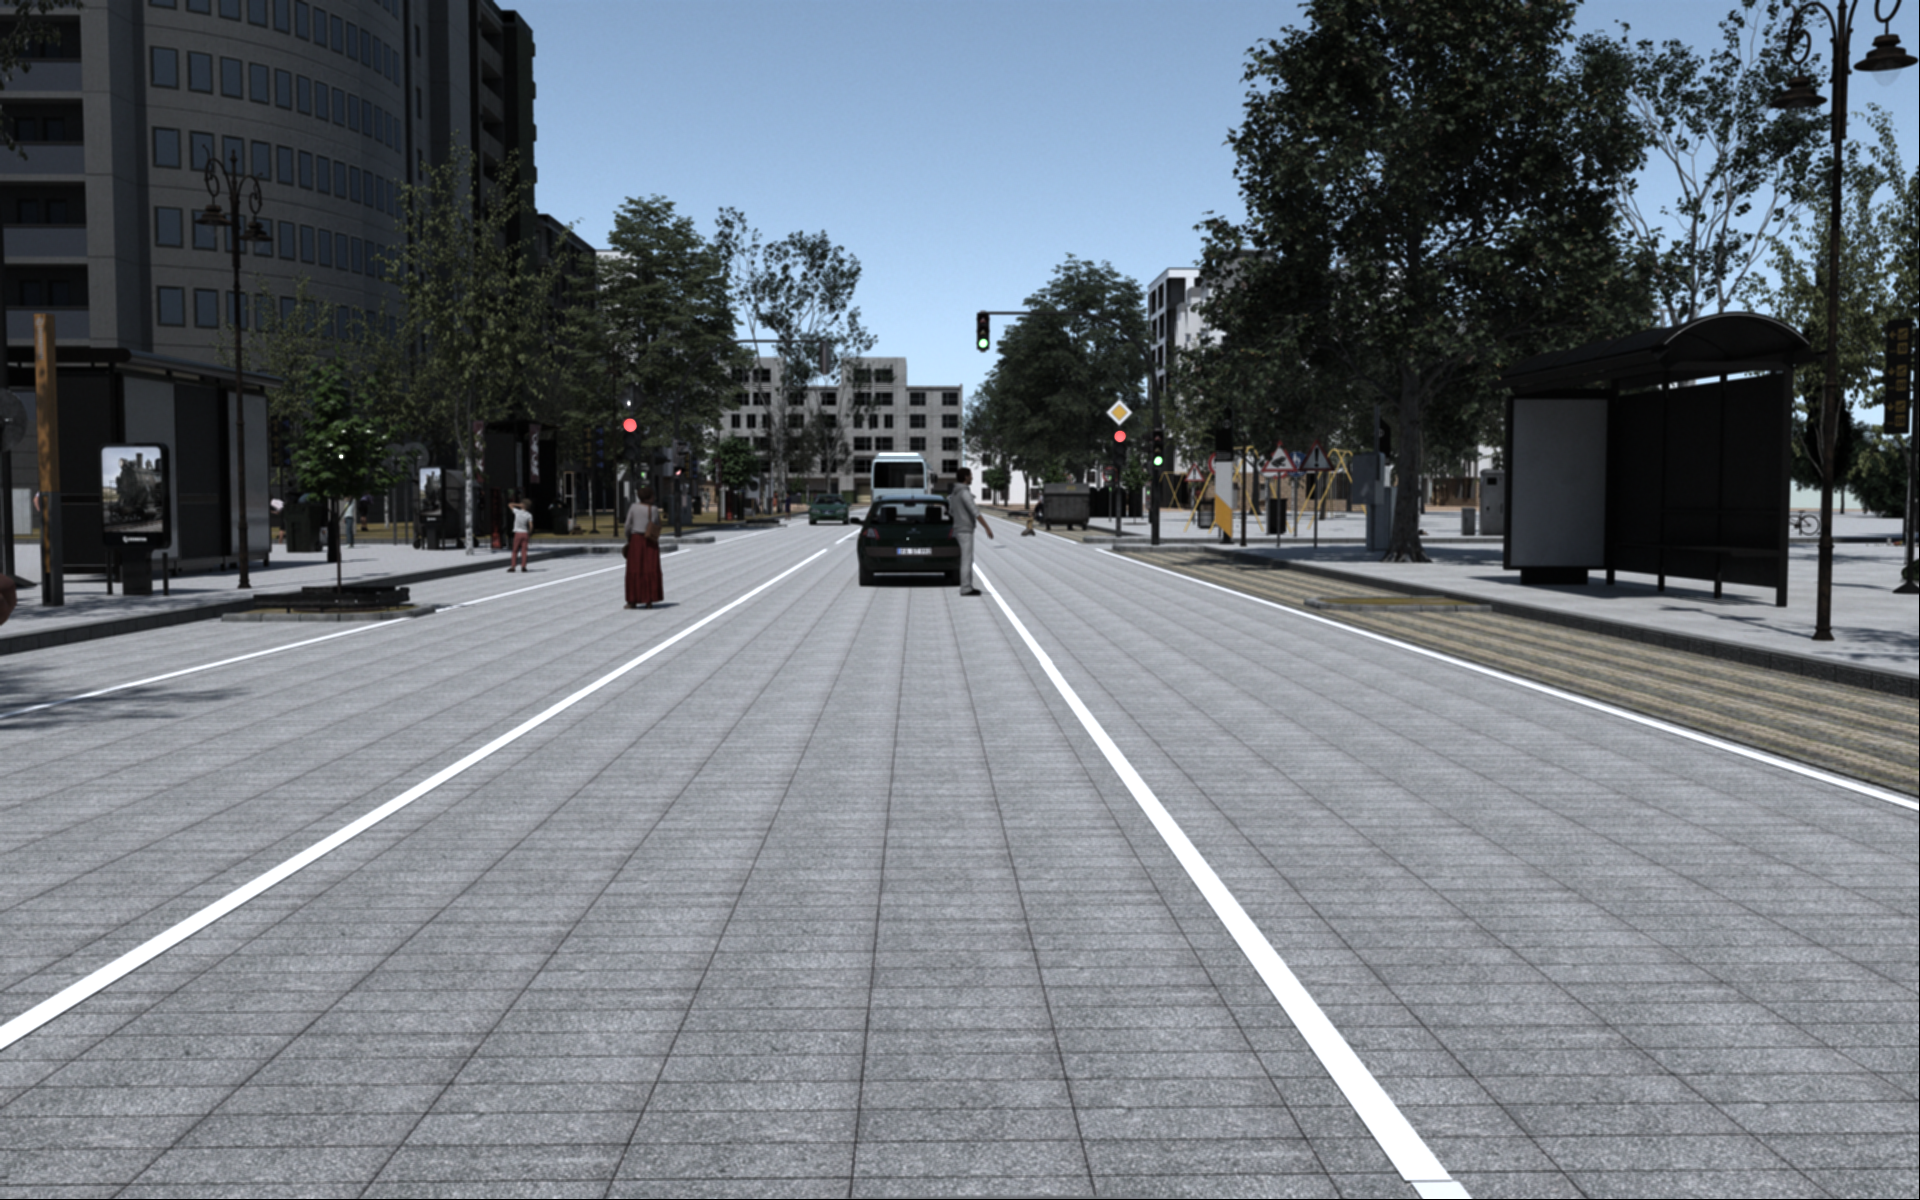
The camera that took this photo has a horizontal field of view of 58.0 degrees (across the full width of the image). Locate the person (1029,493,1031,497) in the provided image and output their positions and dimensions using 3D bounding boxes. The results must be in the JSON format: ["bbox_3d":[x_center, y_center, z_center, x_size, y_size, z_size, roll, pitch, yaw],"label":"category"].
[{"bbox_3d":[5.846,-8.556,147.396,0.415,1.643,0.593,-3,4,-37],"label":"person"}]

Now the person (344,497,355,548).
[{"bbox_3d":[-14.557,-1.910,41.188,0.340,1.345,0.435,-3,5,-40],"label":"person"}]

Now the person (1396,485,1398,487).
[{"bbox_3d":[23.146,-5.185,91.547,0.841,1.734,0.376,1,4,9],"label":"person"}]

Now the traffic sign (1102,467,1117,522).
[{"bbox_3d":[6.956,-4.897,80.168,0.768,2.556,0.104,0,4,0],"label":"traffic sign"}]

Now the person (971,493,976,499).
[{"bbox_3d":[0.509,-5.755,103.311,0.841,1.734,0.376,1,4,17],"label":"person"}]

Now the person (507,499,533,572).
[{"bbox_3d":[-8.089,-1.187,31.815,0.435,1.345,0.340,-2,4,-28],"label":"person"}]

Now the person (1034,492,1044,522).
[{"bbox_3d":[4.096,-4.772,88.736,0.590,1.554,0.614,0,4,7],"label":"person"}]

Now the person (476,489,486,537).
[{"bbox_3d":[-14.307,-2.708,51.133,0.431,1.722,0.655,3,4,39],"label":"person"}]

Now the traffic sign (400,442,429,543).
[{"bbox_3d":[-13.292,-2.573,42.174,0.768,2.556,0.104,0,4,8],"label":"traffic sign"}]

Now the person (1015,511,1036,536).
[{"bbox_3d":[2.264,-2.626,59.352,0.695,0.859,0.347,-1,4,-8],"label":"person"}]

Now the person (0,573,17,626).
[{"bbox_3d":[-1.497,0.431,2.138,0.600,1.739,0.565,-2,4,-33],"label":"person"}]

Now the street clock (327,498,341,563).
[{"bbox_3d":[-11.737,-1.704,32.428,0.471,2.002,0.358,-3,5,-43],"label":"street clock"}]

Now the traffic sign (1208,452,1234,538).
[{"bbox_3d":[7.647,-3.106,50.886,0.768,2.556,0.104,0,4,1],"label":"traffic sign"}]

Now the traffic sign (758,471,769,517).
[{"bbox_3d":[-11.215,-5.990,97.936,0.884,2.594,0.081,0,4,0],"label":"traffic sign"}]

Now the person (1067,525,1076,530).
[{"bbox_3d":[4.499,-3.658,69.243,0.756,1.711,0.436,-3,5,-40],"label":"person"}]

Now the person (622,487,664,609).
[{"bbox_3d":[-3.967,-0.651,21.617,0.523,1.526,0.387,0,4,4],"label":"person"}]

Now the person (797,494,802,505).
[{"bbox_3d":[-18.361,-11.773,198.402,0.709,1.838,0.599,1,4,9],"label":"person"}]

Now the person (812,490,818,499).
[{"bbox_3d":[-15.317,-10.763,182.737,1.217,1.735,0.721,-2,4,-26],"label":"person"}]

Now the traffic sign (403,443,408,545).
[{"bbox_3d":[-14.000,-2.676,43.762,0.884,2.594,0.081,0,4,7],"label":"traffic sign"}]

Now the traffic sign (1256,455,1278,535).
[{"bbox_3d":[9.550,-3.274,53.634,0.768,2.556,0.104,0,4,5],"label":"traffic sign"}]

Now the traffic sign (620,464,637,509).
[{"bbox_3d":[-14.040,-4.506,73.673,0.884,2.594,0.081,0,4,6],"label":"traffic sign"}]

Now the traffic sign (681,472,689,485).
[{"bbox_3d":[-15.052,-5.743,94.009,0.768,2.556,0.104,0,4,3],"label":"traffic sign"}]

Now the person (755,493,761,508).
[{"bbox_3d":[-14.368,-7.096,122.733,0.551,1.740,0.621,-1,4,-11],"label":"person"}]

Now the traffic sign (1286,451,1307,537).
[{"bbox_3d":[10.013,-3.150,51.606,0.768,2.556,0.104,0,4,5],"label":"traffic sign"}]

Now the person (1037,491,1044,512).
[{"bbox_3d":[5.653,-6.966,121.391,0.566,1.644,0.517,-1,4,-15],"label":"person"}]

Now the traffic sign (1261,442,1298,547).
[{"bbox_3d":[7.672,-2.547,41.654,0.884,2.594,0.081,0,4,4],"label":"traffic sign"}]

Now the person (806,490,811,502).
[{"bbox_3d":[-17.529,-11.836,200.485,0.541,1.710,0.530,-1,4,-10],"label":"person"}]

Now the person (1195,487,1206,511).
[{"bbox_3d":[18.408,-7.789,133.331,0.705,1.831,1.348,-3,4,-38],"label":"person"}]

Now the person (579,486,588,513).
[{"bbox_3d":[-25.239,-6.718,116.010,0.598,1.807,0.434,-1,4,-11],"label":"person"}]

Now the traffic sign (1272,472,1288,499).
[{"bbox_3d":[11.030,-3.670,60.108,0.768,2.556,0.104,0,4,7],"label":"traffic sign"}]

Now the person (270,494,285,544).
[{"bbox_3d":[-17.622,-2.031,44.895,0.799,1.438,0.628,-1,4,-22],"label":"person"}]

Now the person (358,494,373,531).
[{"bbox_3d":[-20.414,-3.075,59.556,0.421,1.427,0.697,1,4,22],"label":"person"}]

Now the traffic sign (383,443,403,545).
[{"bbox_3d":[-14.183,-2.649,43.421,0.768,2.556,0.104,0,4,4],"label":"traffic sign"}]

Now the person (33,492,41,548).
[{"bbox_3d":[-20.126,-1.924,38.446,0.756,1.711,0.436,-3,5,-41],"label":"person"}]

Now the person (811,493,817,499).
[{"bbox_3d":[-14.210,-9.878,170.767,0.991,1.433,0.599,0,4,0],"label":"person"}]

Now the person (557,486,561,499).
[{"bbox_3d":[-20.344,-4.916,87.334,0.541,1.710,0.530,2,4,24],"label":"person"}]

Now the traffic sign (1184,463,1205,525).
[{"bbox_3d":[9.808,-4.433,72.485,0.884,2.594,0.081,0,4,2],"label":"traffic sign"}]

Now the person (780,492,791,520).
[{"bbox_3d":[-9.518,-5.141,94.933,0.453,1.535,0.546,2,4,29],"label":"person"}]

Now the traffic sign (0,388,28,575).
[{"bbox_3d":[-11.527,-1.263,20.751,0.768,2.556,0.104,0,4,6],"label":"traffic sign"}]

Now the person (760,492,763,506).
[{"bbox_3d":[-22.088,-11.295,190.745,1.348,1.821,0.705,1,4,11],"label":"person"}]

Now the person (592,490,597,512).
[{"bbox_3d":[-26.214,-7.082,124.102,0.482,1.546,0.388,2,4,33],"label":"person"}]

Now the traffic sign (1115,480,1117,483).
[{"bbox_3d":[8.865,-6.132,100.356,0.768,2.556,0.104,0,4,-1],"label":"traffic sign"}]

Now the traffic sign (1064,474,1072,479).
[{"bbox_3d":[6.605,-6.581,107.700,0.768,2.556,0.104,0,4,1],"label":"traffic sign"}]

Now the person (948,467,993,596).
[{"bbox_3d":[0.153,-0.967,24.455,0.789,1.805,0.875,-2,4,-23],"label":"person"}]

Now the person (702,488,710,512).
[{"bbox_3d":[-18.191,-7.204,124.557,0.376,1.734,0.841,2,4,27],"label":"person"}]

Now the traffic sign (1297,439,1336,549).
[{"bbox_3d":[8.348,-2.483,40.605,0.884,2.594,0.081,0,4,4],"label":"traffic sign"}]
